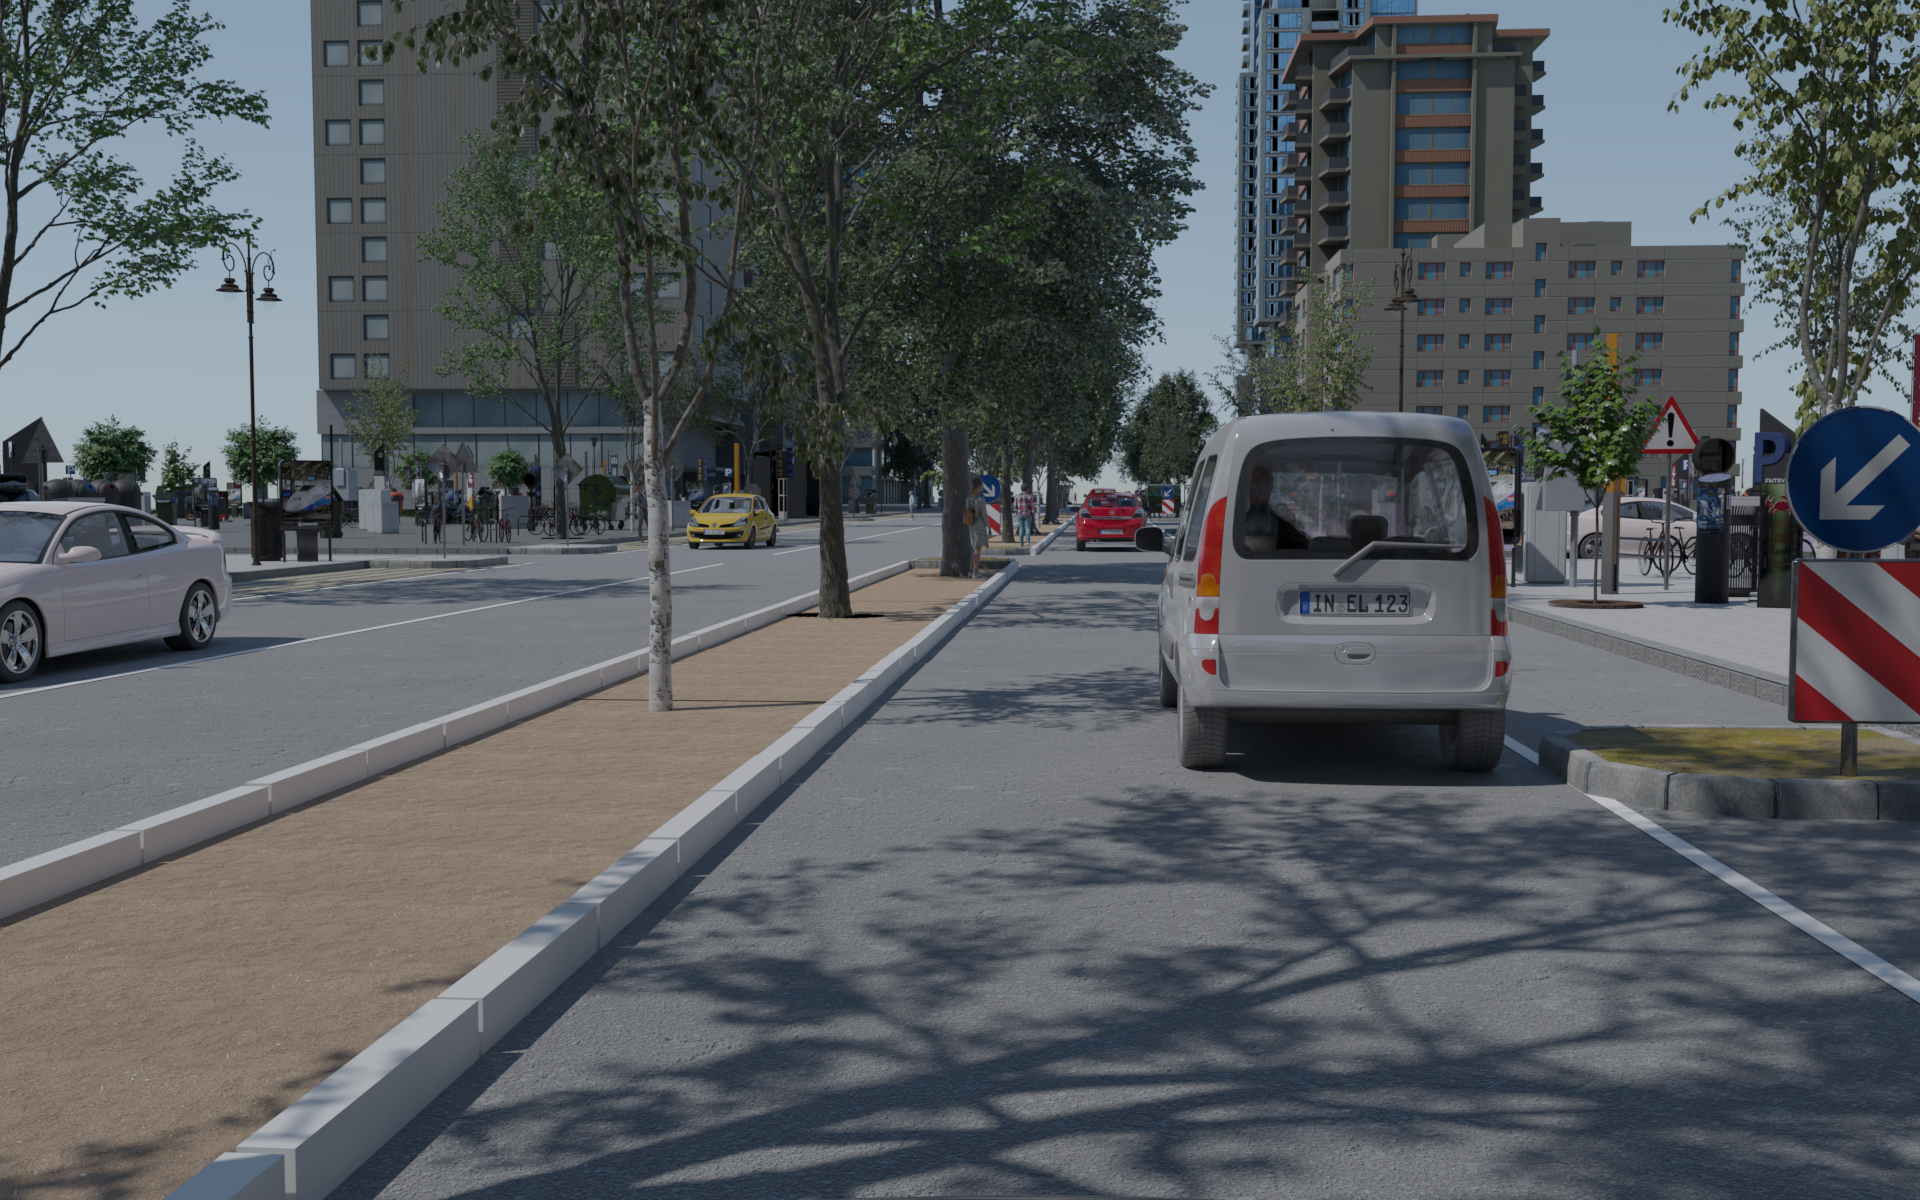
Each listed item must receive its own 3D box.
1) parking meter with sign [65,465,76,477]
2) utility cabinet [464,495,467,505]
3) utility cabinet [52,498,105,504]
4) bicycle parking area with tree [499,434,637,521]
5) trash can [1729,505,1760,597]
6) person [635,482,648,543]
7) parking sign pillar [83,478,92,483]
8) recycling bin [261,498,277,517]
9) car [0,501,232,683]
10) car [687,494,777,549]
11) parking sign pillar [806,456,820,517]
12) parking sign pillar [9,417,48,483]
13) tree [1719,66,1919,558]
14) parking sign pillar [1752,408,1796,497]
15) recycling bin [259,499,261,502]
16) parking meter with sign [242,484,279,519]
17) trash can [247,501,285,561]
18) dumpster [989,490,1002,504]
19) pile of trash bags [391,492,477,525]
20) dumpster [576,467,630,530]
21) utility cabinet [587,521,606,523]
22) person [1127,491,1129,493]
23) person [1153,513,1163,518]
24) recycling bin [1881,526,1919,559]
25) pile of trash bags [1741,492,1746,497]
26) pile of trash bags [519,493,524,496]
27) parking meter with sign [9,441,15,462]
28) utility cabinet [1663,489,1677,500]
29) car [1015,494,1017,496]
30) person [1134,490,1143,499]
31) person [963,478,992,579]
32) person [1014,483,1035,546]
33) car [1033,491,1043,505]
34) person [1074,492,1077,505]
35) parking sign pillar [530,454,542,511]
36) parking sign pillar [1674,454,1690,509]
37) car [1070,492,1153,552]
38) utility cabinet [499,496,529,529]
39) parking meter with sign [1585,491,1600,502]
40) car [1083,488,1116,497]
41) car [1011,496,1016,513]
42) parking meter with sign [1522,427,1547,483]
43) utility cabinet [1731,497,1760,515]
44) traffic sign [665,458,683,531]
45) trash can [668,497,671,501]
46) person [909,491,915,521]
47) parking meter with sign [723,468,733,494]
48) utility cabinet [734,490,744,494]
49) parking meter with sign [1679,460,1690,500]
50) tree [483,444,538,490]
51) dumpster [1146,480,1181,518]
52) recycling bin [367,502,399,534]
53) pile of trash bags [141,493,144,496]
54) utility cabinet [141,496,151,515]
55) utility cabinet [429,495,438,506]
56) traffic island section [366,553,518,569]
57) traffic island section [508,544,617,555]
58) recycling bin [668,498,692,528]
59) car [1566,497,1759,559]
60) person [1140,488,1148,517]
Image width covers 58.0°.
[{"bbox_3d":[-54.317,-6.662,105.179,1.738,3.016,0.543,3,5,42],"label":"parking meter with sign"},{"bbox_3d":[-32.461,-6.313,114.372,0.306,1.237,1.020,1,4,10],"label":"utility cabinet"},{"bbox_3d":[-14.979,-1.119,29.464,0.306,1.237,1.020,0,4,7],"label":"utility cabinet"},{"bbox_3d":[-18.844,-6.016,85.359,9.016,4.147,8.231,1,4,23],"label":"bicycle parking area with tree"},{"bbox_3d":[9.679,-0.616,21.720,0.748,1.137,0.748,0,3,0],"label":"trash can"},{"bbox_3d":[-9.233,-2.579,50.933,0.573,1.790,0.520,1,4,13],"label":"person"},{"bbox_3d":[-36.917,-5.222,73.857,1.447,3.967,1.447,0,4,-4],"label":"parking sign pillar"},{"bbox_3d":[-40.924,-5.539,103.121,0.722,1.027,0.722,2,4,33],"label":"recycling bin"},{"bbox_3d":[-7.975,-0.141,14.660,2.083,1.381,4.827,0,4,3],"label":"car"},{"bbox_3d":[-6.078,-2.205,46.271,2.015,1.641,3.980,0,4,6],"label":"car"},{"bbox_3d":[-8.224,-6.757,98.944,1.447,3.967,1.447,0,4,-3],"label":"parking sign pillar"},{"bbox_3d":[-32.564,-4.396,60.351,1.447,3.967,1.447,-1,4,-8],"label":"parking sign pillar"},{"bbox_3d":[15.467,-4.901,30.491,4.360,8.622,3.978,0,3,0],"label":"tree"},{"bbox_3d":[25.371,-4.002,53.910,1.447,3.967,1.447,-2,4,-28],"label":"parking sign pillar"},{"bbox_3d":[-48.113,-6.546,119.580,0.722,1.027,0.722,-2,4,-35],"label":"recycling bin"},{"bbox_3d":[-36.040,-5.686,89.233,1.738,3.016,0.543,-2,4,-26],"label":"parking meter with sign"},{"bbox_3d":[-13.267,-1.317,33.192,0.748,1.137,0.748,0,3,0],"label":"trash can"},{"bbox_3d":[4.115,-12.156,206.971,1.865,1.857,1.264,0,4,6],"label":"dumpster"},{"bbox_3d":[-22.376,-3.868,72.992,3.447,1.369,1.912,-3,5,-42],"label":"pile of trash bags"},{"bbox_3d":[-12.795,-3.644,62.069,1.502,2.255,1.985,0,4,5],"label":"dumpster"},{"bbox_3d":[-16.287,-4.043,77.273,1.020,1.237,0.306,2,4,30],"label":"utility cabinet"},{"bbox_3d":[10.956,-6.288,113.117,0.589,1.601,0.330,-3,4,-36],"label":"person"},{"bbox_3d":[11.910,-5.937,104.938,0.474,1.900,0.648,-3,5,-45],"label":"person"},{"bbox_3d":[13.449,-0.757,24.933,0.722,1.027,0.722,1,4,20],"label":"recycling bin"},{"bbox_3d":[42.794,-5.068,92.616,1.912,1.369,3.447,0,4,-5],"label":"pile of trash bags"},{"bbox_3d":[-28.622,-5.933,106.763,3.447,1.369,1.912,-1,4,-22],"label":"pile of trash bags"},{"bbox_3d":[-32.060,-3.711,56.937,1.738,3.016,0.543,-3,4,-38],"label":"parking meter with sign"},{"bbox_3d":[29.541,-3.866,71.895,1.173,1.500,0.318,-3,4,-38],"label":"utility cabinet"},{"bbox_3d":[5.111,-8.078,141.860,2.009,1.686,4.222,0,4,6],"label":"car"},{"bbox_3d":[12.257,-6.837,121.005,1.217,1.743,0.721,0,4,-2],"label":"person"},{"bbox_3d":[0.283,-1.200,29.120,0.522,1.701,0.512,-3,5,-44],"label":"person"},{"bbox_3d":[1.703,-2.237,45.909,0.563,1.720,0.643,1,4,15],"label":"person"},{"bbox_3d":[10.411,-14.110,239.366,2.281,1.827,5.304,0,4,5],"label":"car"},{"bbox_3d":[14.712,-12.825,219.655,0.593,1.643,0.415,1,4,21],"label":"person"},{"bbox_3d":[-28.579,-7.844,116.729,1.447,3.967,1.447,-2,4,-27],"label":"parking sign pillar"},{"bbox_3d":[45.822,-7.442,110.151,1.447,3.967,1.447,-1,4,-20],"label":"parking sign pillar"},{"bbox_3d":[3.902,-2.181,44.692,2.155,1.783,4.494,0,4,5],"label":"car"},{"bbox_3d":[-16.440,-3.223,63.851,1.020,1.237,0.306,-2,4,-31],"label":"utility cabinet"},{"bbox_3d":[27.174,-4.790,74.574,0.543,3.016,1.738,-2,4,-35],"label":"parking meter with sign"},{"bbox_3d":[8.429,-5.721,102.219,2.281,1.827,5.304,0,4,4],"label":"car"},{"bbox_3d":[3.779,-6.128,112.777,1.945,1.354,3.894,0,4,3],"label":"car"},{"bbox_3d":[14.570,-3.030,45.798,0.543,3.016,1.738,-3,5,-42],"label":"parking meter with sign"},{"bbox_3d":[19.131,-1.917,42.510,1.020,1.237,0.306,3,4,38],"label":"utility cabinet"},{"bbox_3d":[-10.016,-3.686,60.367,0.768,2.556,0.104,1,4,11],"label":"traffic sign"},{"bbox_3d":[-12.655,-3.861,74.774,0.748,1.137,0.748,0,3,0],"label":"trash can"},{"bbox_3d":[-2.618,-5.100,93.692,0.330,1.601,0.589,0,4,1],"label":"person"},{"bbox_3d":[-15.701,-7.349,116.420,0.543,3.016,1.738,0,4,2],"label":"parking meter with sign"},{"bbox_3d":[-12.692,-5.644,100.951,0.318,1.500,1.173,2,4,34],"label":"utility cabinet"},{"bbox_3d":[36.873,-5.616,88.090,0.543,3.016,1.738,1,4,16],"label":"parking meter with sign"},{"bbox_3d":[-28.966,-7.789,111.061,4.285,4.588,4.351,0,3,0],"label":"tree"},{"bbox_3d":[11.720,-5.790,99.621,1.985,2.255,1.502,0,4,4],"label":"dumpster"},{"bbox_3d":[-18.664,-2.658,56.020,0.722,1.027,0.722,2,4,30],"label":"recycling bin"},{"bbox_3d":[-44.093,-4.941,90.530,1.912,1.369,3.447,1,4,22],"label":"pile of trash bags"},{"bbox_3d":[-31.670,-3.398,66.727,1.020,1.237,0.306,1,4,20],"label":"utility cabinet"},{"bbox_3d":[-26.128,-4.627,86.816,1.020,1.237,0.306,-2,4,-33],"label":"utility cabinet"},{"bbox_3d":[-10.290,-0.749,34.521,2.009,0.180,2.903,0,4,5],"label":"traffic island section"},{"bbox_3d":[-9.636,-1.235,42.479,2.009,0.180,2.903,0,4,5],"label":"traffic island section"},{"bbox_3d":[-10.720,-3.271,66.038,0.722,1.027,0.722,-2,4,-29],"label":"recycling bin"},{"bbox_3d":[14.411,-1.452,36.104,4.827,1.381,2.083,0,4,5],"label":"car"},{"bbox_3d":[11.755,-6.238,110.401,0.836,1.842,0.656,2,4,25],"label":"person"}]
